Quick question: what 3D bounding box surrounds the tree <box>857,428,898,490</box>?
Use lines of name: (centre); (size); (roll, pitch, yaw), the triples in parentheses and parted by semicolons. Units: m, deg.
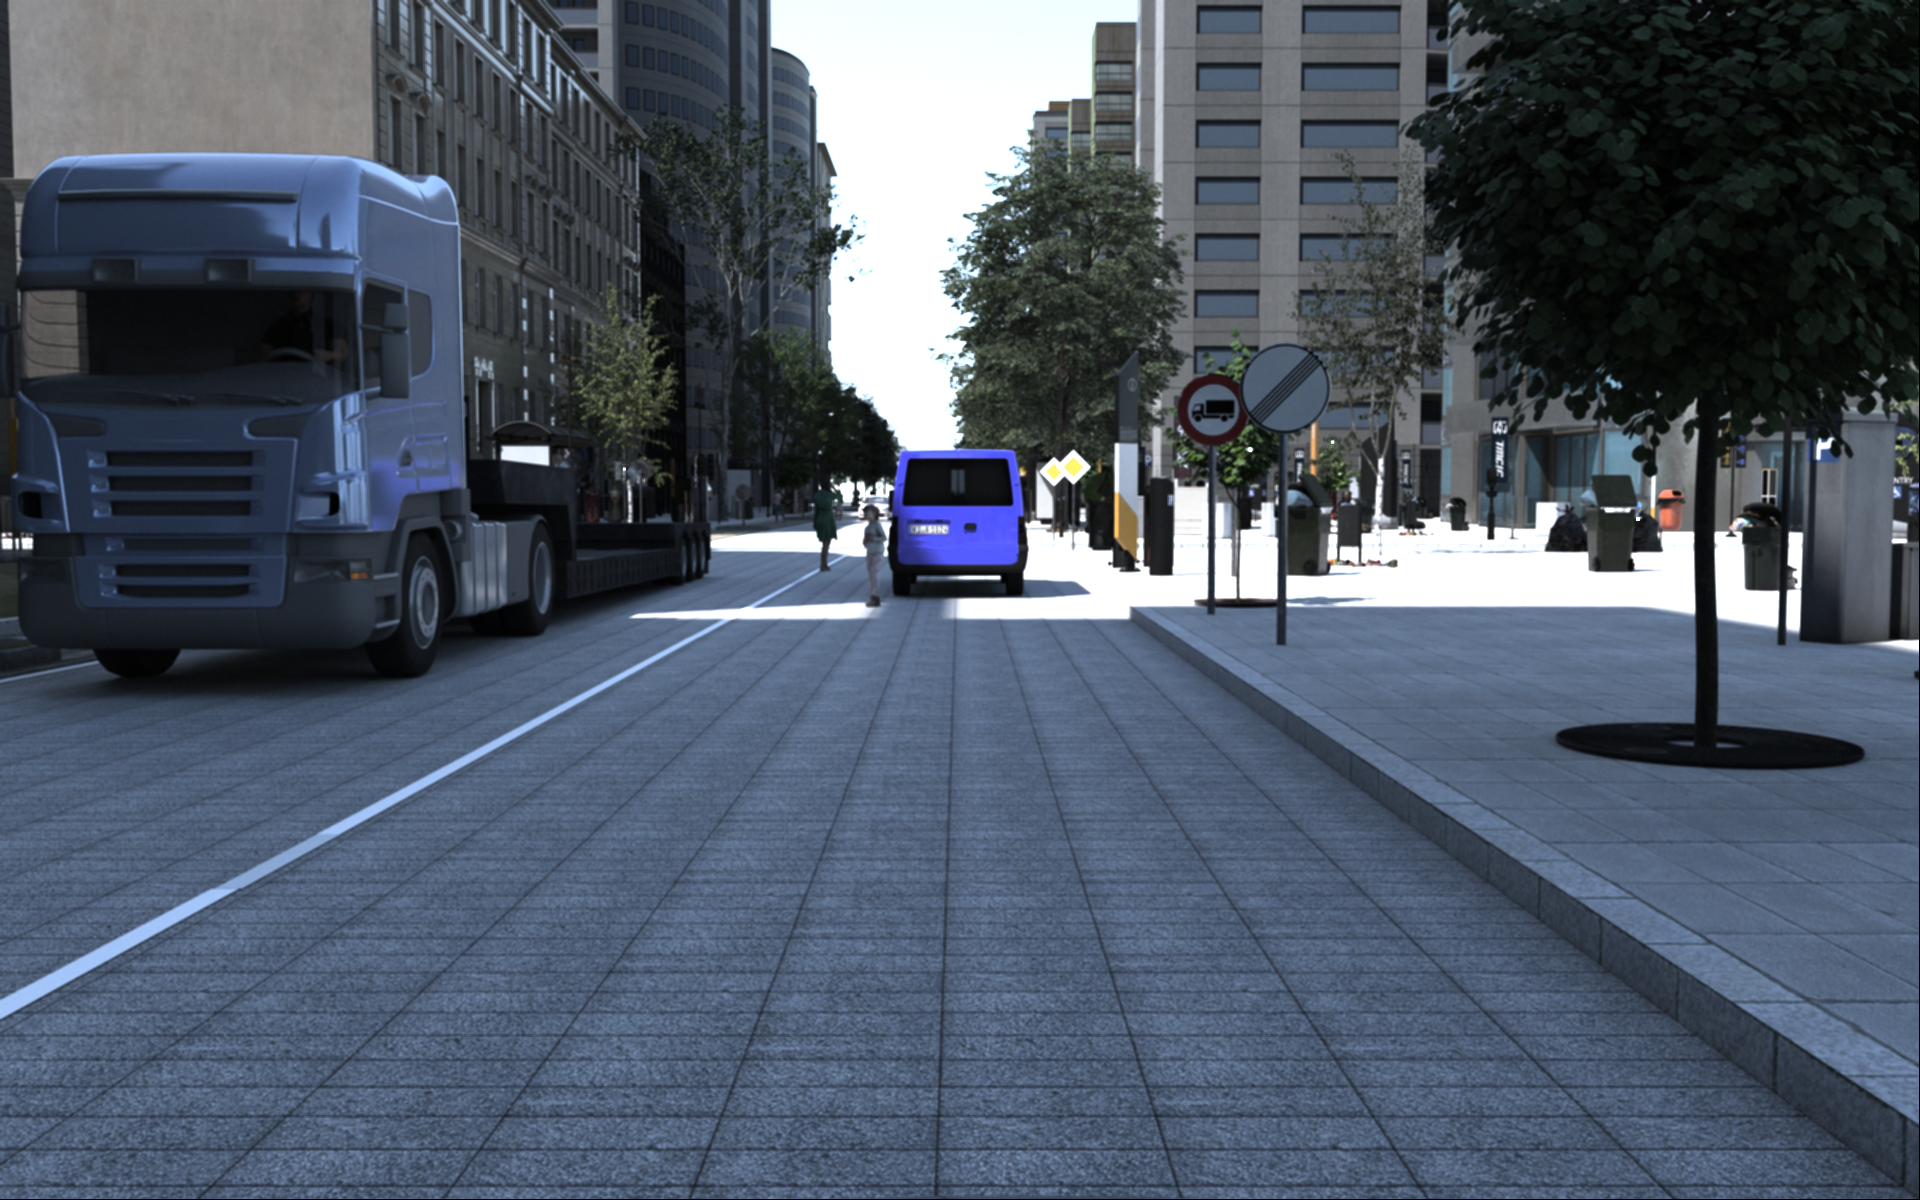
tree: (-11.356, -17.488, 220.339); (7.601, 10.594, 8.767); (-3, 5, -42)

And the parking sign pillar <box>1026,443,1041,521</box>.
parking sign pillar: (3.483, -5.815, 83.550); (1.447, 3.967, 1.447); (0, 4, -7)

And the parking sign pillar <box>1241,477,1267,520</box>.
parking sign pillar: (14.604, -5.963, 85.963); (1.447, 3.967, 1.447); (-3, 5, -40)

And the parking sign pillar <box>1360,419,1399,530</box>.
parking sign pillar: (15.122, -4.530, 62.538); (1.447, 3.967, 1.447); (-3, 5, -44)

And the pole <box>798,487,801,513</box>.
pole: (-11.158, -7.740, 120.384); (0.158, 3.312, 0.155); (0, 3, 0)

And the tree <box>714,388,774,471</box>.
tree: (-15.023, -10.254, 118.007); (4.737, 8.622, 4.395); (0, 3, 0)

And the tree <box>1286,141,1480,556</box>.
tree: (8.711, -5.231, 35.885); (4.360, 8.622, 3.978); (0, 3, 0)

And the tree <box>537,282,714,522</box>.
tree: (-11.424, -6.682, 59.607); (4.737, 8.622, 4.395); (0, 3, 0)

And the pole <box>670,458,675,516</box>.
pole: (-16.828, -6.559, 101.078); (0.158, 3.312, 0.155); (0, 3, 0)

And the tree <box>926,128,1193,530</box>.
tree: (3.699, -9.491, 61.832); (9.857, 13.997, 8.962); (0, 3, 0)

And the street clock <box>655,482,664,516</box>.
street clock: (-17.328, -5.833, 99.940); (0.358, 2.002, 0.471); (2, 4, 33)

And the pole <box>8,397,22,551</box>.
pole: (-19.153, -2.524, 35.105); (0.158, 3.312, 0.155); (0, 3, 0)

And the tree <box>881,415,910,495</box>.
tree: (-11.668, -21.774, 266.376); (12.009, 13.543, 11.850); (0, 3, 0)

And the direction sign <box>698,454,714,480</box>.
direction sign: (-14.399, -6.499, 98.252); (0.876, 3.537, 0.379); (-1, 4, -19)

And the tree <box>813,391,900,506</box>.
tree: (-11.167, -16.498, 186.741); (9.611, 12.733, 9.660); (0, 3, 0)

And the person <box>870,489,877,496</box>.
person: (-6.803, -7.902, 137.712); (1.348, 1.821, 0.705); (-2, 4, -33)

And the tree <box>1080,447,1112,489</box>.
tree: (7.971, -7.418, 104.999); (4.285, 4.588, 4.351); (0, 3, 0)

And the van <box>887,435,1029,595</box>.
van: (-0.024, -1.332, 26.169); (2.240, 2.365, 5.245); (0, 3, 0)

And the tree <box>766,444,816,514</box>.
tree: (-11.058, -7.926, 113.306); (4.285, 4.588, 4.351); (0, 3, 0)

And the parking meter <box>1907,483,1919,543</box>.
parking meter: (20.956, -1.804, 37.910); (0.372, 1.533, 0.369); (0, 3, 0)

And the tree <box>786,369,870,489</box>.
tree: (-11.882, -14.554, 156.088); (7.486, 12.596, 7.792); (0, 3, 0)

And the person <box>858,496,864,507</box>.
person: (-6.341, -5.990, 110.708); (0.425, 1.301, 0.394); (-1, 4, -10)

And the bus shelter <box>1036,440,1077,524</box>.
bus shelter: (4.293, -5.249, 77.102); (1.731, 3.624, 6.357); (0, 3, 0)

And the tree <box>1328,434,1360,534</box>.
tree: (11.794, -3.735, 55.662); (1.663, 3.219, 1.824); (0, 3, 0)

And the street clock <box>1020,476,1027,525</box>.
street clock: (2.494, -3.945, 69.066); (0.358, 2.002, 0.471); (-1, 4, -20)

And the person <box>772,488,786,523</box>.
person: (-9.008, -4.721, 86.272); (0.643, 1.750, 0.593); (2, 4, 34)

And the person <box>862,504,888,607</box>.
person: (-1.112, -0.570, 22.105); (0.425, 1.301, 0.394); (2, 4, 32)

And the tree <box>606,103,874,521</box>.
tree: (-10.201, -13.845, 82.256); (12.611, 20.169, 13.585); (0, 3, 0)

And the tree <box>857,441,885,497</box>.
tree: (-10.941, -15.163, 198.281); (4.360, 8.622, 3.978); (0, 3, 0)

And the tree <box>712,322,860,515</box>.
tree: (-11.262, -10.995, 105.530); (9.928, 11.665, 9.643); (0, 3, 0)

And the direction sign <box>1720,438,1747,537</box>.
direction sign: (22.982, -3.640, 51.507); (0.379, 3.537, 0.876); (-2, 4, -26)

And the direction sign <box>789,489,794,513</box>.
direction sign: (-11.408, -7.635, 116.825); (0.379, 3.537, 0.876); (-2, 4, -32)

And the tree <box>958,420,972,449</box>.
tree: (3.437, -19.643, 239.295); (7.486, 12.596, 7.792); (0, 3, 0)

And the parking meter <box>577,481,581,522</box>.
parking meter: (-14.717, -3.710, 66.366); (0.255, 1.863, 0.399); (1, 4, 18)

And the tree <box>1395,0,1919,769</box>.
tree: (3.838, -1.528, 8.697); (4.285, 4.588, 4.351); (0, 3, 0)

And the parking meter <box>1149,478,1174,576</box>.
parking meter: (3.171, -1.153, 27.270); (0.372, 1.533, 0.369); (0, 3, 0)

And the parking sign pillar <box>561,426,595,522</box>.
parking sign pillar: (-15.065, -4.877, 68.212); (1.447, 3.967, 1.447); (1, 4, 19)

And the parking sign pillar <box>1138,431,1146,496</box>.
parking sign pillar: (7.023, -5.051, 71.064); (1.447, 3.967, 1.447); (-3, 4, -38)

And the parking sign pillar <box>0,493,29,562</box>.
parking sign pillar: (-18.561, -2.717, 32.891); (1.447, 3.967, 1.447); (-2, 4, -35)

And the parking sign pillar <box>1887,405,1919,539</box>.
parking sign pillar: (27.048, -3.752, 49.819); (1.447, 3.967, 1.447); (-2, 4, -30)

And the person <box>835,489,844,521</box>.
person: (-6.500, -5.126, 93.321); (0.522, 1.701, 0.512); (1, 4, 11)

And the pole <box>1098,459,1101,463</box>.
pole: (7.919, -6.382, 98.184); (0.158, 3.312, 0.155); (0, 3, 0)

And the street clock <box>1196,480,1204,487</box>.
street clock: (12.801, -5.355, 92.126); (0.471, 2.002, 0.358); (0, 4, 5)

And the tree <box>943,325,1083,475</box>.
tree: (3.696, -11.946, 112.318); (9.611, 12.733, 9.660); (0, 3, 0)

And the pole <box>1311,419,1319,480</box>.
pole: (9.595, -3.244, 46.875); (0.158, 3.312, 0.155); (0, 3, 0)

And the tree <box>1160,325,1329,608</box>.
tree: (3.092, -1.553, 19.998); (1.663, 3.219, 1.824); (0, 3, 0)

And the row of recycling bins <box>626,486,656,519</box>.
row of recycling bins: (-16.742, -5.132, 91.013); (1.069, 1.692, 3.534); (0, 4, 5)

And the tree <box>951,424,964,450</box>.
tree: (4.139, -16.924, 187.084); (12.009, 13.543, 11.850); (0, 3, 0)

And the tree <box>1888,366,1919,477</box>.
tree: (19.793, -5.128, 34.208); (4.737, 8.622, 4.395); (0, 3, 0)

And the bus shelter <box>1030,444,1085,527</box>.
bus shelter: (3.925, -4.663, 70.162); (2.014, 3.302, 5.546); (0, 3, 0)

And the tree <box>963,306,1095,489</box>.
tree: (3.725, -10.153, 91.752); (9.928, 11.665, 9.643); (0, 3, 0)

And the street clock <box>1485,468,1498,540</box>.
street clock: (14.826, -2.676, 48.317); (0.358, 2.002, 0.471); (1, 4, 10)

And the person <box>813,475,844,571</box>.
person: (-2.532, -1.450, 32.449); (0.600, 1.795, 0.529); (2, 4, 23)
